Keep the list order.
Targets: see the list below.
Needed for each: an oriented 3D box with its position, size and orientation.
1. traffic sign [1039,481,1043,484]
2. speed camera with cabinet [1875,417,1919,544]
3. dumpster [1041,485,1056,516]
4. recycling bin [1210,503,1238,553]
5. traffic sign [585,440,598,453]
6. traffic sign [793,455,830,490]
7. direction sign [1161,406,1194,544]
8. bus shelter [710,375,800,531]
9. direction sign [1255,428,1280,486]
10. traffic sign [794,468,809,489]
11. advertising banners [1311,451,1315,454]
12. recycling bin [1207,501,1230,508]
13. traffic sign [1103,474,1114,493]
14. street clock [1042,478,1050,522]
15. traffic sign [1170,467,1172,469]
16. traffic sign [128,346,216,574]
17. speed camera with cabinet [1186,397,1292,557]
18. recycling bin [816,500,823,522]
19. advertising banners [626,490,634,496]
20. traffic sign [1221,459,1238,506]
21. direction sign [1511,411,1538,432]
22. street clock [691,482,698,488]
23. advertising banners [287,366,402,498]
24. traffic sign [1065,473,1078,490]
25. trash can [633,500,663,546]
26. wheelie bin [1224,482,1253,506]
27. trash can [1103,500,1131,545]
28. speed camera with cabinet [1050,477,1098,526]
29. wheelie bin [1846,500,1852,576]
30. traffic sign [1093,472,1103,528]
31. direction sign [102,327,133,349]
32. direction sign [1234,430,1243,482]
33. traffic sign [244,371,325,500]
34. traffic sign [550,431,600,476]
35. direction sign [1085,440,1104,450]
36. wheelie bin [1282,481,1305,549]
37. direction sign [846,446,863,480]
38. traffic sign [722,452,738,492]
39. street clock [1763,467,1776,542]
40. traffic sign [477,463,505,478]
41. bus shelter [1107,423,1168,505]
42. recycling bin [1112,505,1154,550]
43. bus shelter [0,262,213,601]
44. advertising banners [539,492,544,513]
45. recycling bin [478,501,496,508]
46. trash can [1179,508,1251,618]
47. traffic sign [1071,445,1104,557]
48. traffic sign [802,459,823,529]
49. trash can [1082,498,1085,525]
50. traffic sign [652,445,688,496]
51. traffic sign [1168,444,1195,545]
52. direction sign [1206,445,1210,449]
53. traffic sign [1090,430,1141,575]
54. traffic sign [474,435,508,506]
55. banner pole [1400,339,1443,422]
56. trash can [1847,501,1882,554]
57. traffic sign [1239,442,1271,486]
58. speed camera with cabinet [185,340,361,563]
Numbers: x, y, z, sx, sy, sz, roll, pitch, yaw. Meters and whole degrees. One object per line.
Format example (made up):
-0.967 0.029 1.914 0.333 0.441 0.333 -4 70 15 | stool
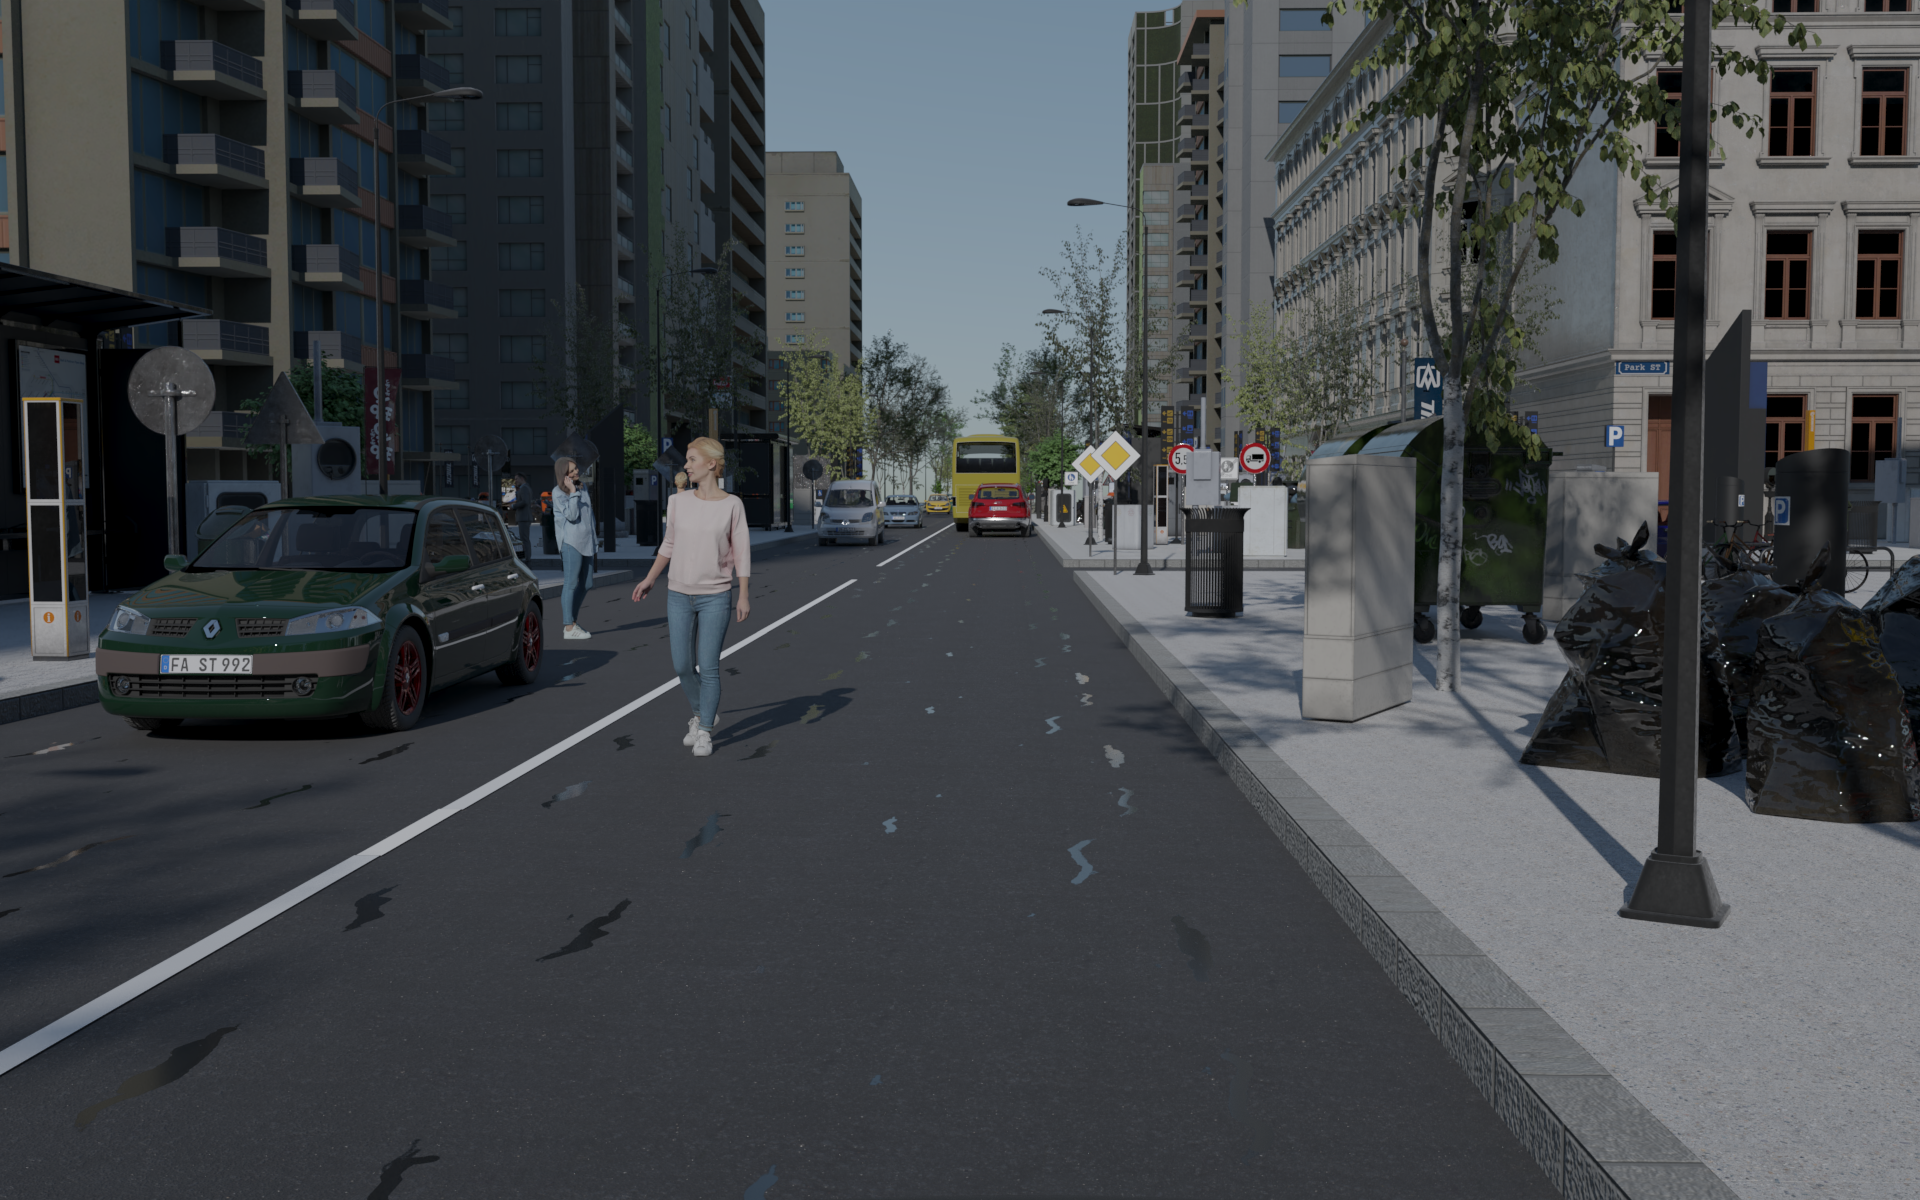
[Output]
4.734 -5.862 95.845 0.884 2.594 0.081 0 4 2 | traffic sign
24.564 -3.119 45.325 0.660 3.252 2.038 3 5 45 | speed camera with cabinet
5.028 -5.641 97.984 1.264 1.857 1.865 0 4 1 | dumpster
6.012 -1.542 37.764 0.722 1.027 0.722 -2 4 -24 | recycling bin
-8.795 -2.463 40.370 0.768 2.556 0.104 1 4 11 | traffic sign
-7.897 -5.922 90.694 2.265 3.308 0.079 1 4 9 | traffic sign
5.581 -3.214 44.542 0.876 3.537 0.379 -1 4 -11 | direction sign
-7.246 -5.094 60.911 2.179 5.291 8.768 0 4 2 | bus shelter
10.476 -4.102 59.057 0.876 3.537 0.379 -1 4 -9 | direction sign
-7.715 -5.159 84.460 0.768 2.556 0.104 0 4 7 | traffic sign
13.532 -4.490 69.601 2.074 3.025 0.090 -1 4 -12 | advertising banners
9.031 -2.934 60.522 0.722 1.027 0.722 2 4 33 | recycling bin
9.512 -6.768 110.655 0.884 2.594 0.081 0 4 7 | traffic sign
3.968 -4.600 79.785 0.358 2.002 0.471 1 4 17 | street clock
8.571 -4.138 67.763 0.768 2.556 0.104 1 4 11 | traffic sign
-6.798 -0.907 14.943 0.768 2.556 0.104 0 4 3 | traffic sign
5.698 -2.523 35.587 2.038 3.252 0.660 1 4 13 | speed camera with cabinet
-6.807 -4.140 80.241 0.722 1.027 0.722 -1 4 -22 | recycling bin
-13.021 -4.444 68.840 2.074 3.025 0.090 -1 4 -20 | advertising banners
7.545 -2.864 48.950 0.606 2.300 0.079 0 4 2 | traffic sign
15.334 -3.388 47.386 0.876 3.537 0.379 0 4 3 | direction sign
-12.778 -4.860 84.027 0.471 2.002 0.358 -1 4 -17 | street clock
-8.566 -1.667 23.439 2.074 3.025 0.090 -2 4 -34 | advertising banners
5.172 -4.792 80.484 0.606 2.300 0.079 0 4 4 | traffic sign
-7.665 -1.895 42.635 0.748 1.137 0.748 0 3 0 | trash can
7.580 -2.365 46.578 0.980 1.594 0.693 1 4 16 | wheelie bin
3.986 -1.979 44.016 0.748 1.137 0.748 0 3 0 | trash can
4.722 -4.667 70.639 2.038 3.252 0.660 -1 4 -10 | speed camera with cabinet
12.774 -1.090 25.722 0.693 1.594 0.980 0 4 6 | wheelie bin
5.042 -3.964 64.916 0.768 2.556 0.104 0 4 2 | traffic sign
-11.106 -1.892 22.926 0.379 3.537 0.876 0 4 -3 | direction sign
9.950 -4.281 61.985 0.379 3.537 0.876 -1 4 -9 | direction sign
-7.172 -1.124 18.384 0.884 2.594 0.081 0 4 4 | traffic sign
-6.137 -1.467 27.620 0.795 2.450 0.064 0 4 1 | traffic sign
5.642 -4.943 72.810 0.876 3.537 0.379 -2 4 -24 | direction sign
7.868 -2.003 40.660 0.980 1.594 0.693 3 5 41 | wheelie bin
-4.984 -5.503 81.974 0.876 3.537 0.379 2 4 27 | direction sign
-6.990 -3.144 51.508 0.768 2.556 0.104 0 4 3 | traffic sign
21.887 -2.584 46.816 0.471 2.002 0.358 -2 4 -24 | street clock
-10.622 -2.390 39.186 0.768 2.556 0.104 1 4 10 | traffic sign
6.167 -4.213 60.169 1.731 3.624 6.357 0 4 1 | bus shelter
4.006 -1.685 40.098 0.722 1.027 0.722 3 5 39 | recycling bin
-10.507 -1.709 19.227 1.731 3.624 6.357 0 4 2 | bus shelter
-21.830 -5.942 93.335 2.074 3.025 0.090 2 4 27 | advertising banners
-18.077 -3.244 65.586 0.722 1.027 0.722 2 4 31 | recycling bin
2.653 -0.393 18.071 0.748 1.137 0.748 0 3 0 | trash can
2.663 -1.940 35.358 0.795 2.450 0.064 0 4 1 | traffic sign
-5.417 -3.893 63.755 0.768 2.556 0.104 0 4 2 | traffic sign
5.197 -3.491 68.731 0.748 1.137 0.748 0 3 0 | trash can
-5.928 -1.955 35.602 0.795 2.450 0.064 0 4 1 | traffic sign
5.644 -2.674 43.822 0.768 2.556 0.104 0 4 7 | traffic sign
11.001 -5.333 79.194 0.876 3.537 0.379 0 4 -5 | direction sign
2.454 -1.452 27.376 0.795 2.450 0.064 0 4 1 | traffic sign
-10.096 -2.272 37.257 0.768 2.556 0.104 1 4 11 | traffic sign
7.388 -2.322 27.983 0.863 3.779 0.401 0 4 3 | banner pole
19.265 -1.550 37.001 0.748 1.137 0.748 0 3 0 | trash can
7.283 -2.614 42.843 0.768 2.556 0.104 0 4 2 | traffic sign
-8.613 -1.679 21.780 0.660 3.252 2.038 3 5 42 | speed camera with cabinet
